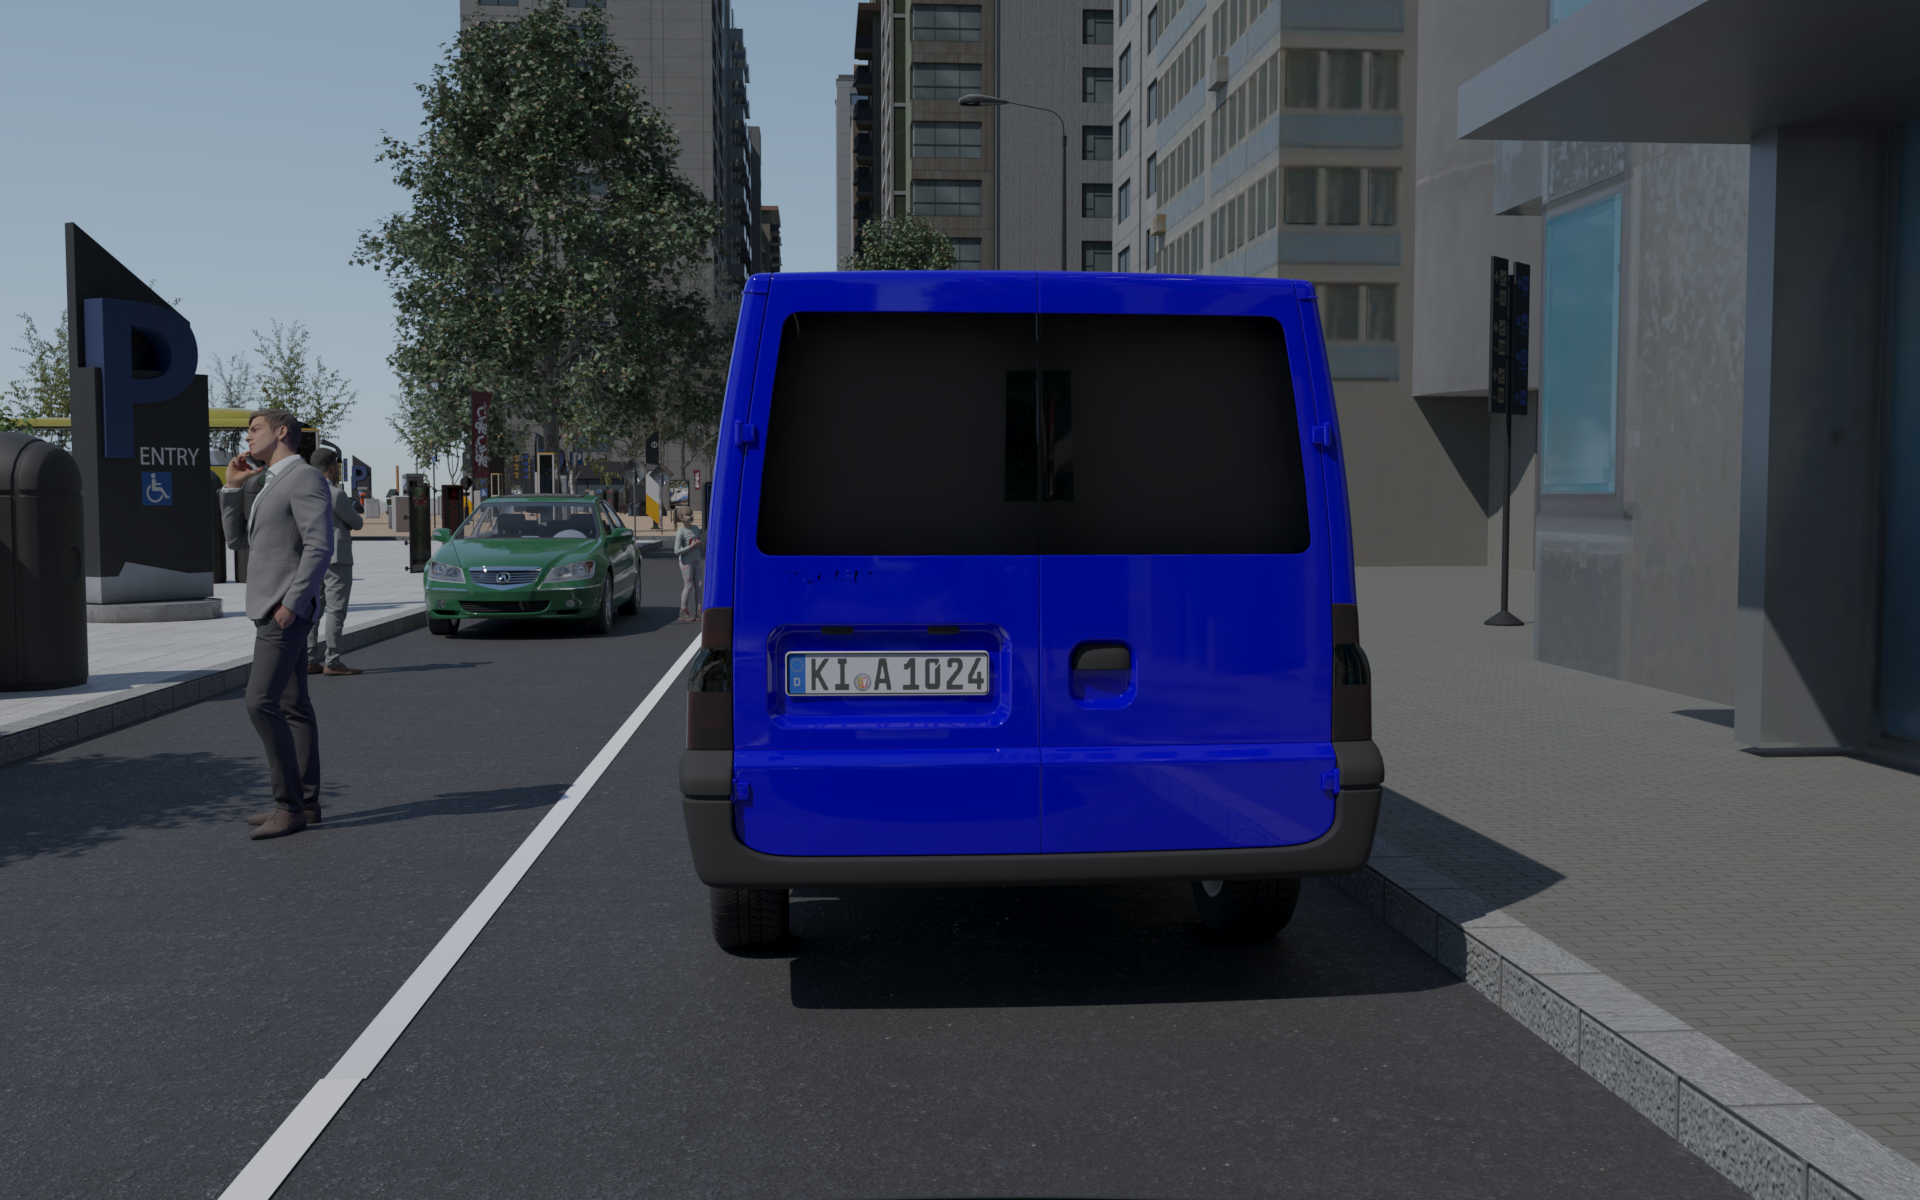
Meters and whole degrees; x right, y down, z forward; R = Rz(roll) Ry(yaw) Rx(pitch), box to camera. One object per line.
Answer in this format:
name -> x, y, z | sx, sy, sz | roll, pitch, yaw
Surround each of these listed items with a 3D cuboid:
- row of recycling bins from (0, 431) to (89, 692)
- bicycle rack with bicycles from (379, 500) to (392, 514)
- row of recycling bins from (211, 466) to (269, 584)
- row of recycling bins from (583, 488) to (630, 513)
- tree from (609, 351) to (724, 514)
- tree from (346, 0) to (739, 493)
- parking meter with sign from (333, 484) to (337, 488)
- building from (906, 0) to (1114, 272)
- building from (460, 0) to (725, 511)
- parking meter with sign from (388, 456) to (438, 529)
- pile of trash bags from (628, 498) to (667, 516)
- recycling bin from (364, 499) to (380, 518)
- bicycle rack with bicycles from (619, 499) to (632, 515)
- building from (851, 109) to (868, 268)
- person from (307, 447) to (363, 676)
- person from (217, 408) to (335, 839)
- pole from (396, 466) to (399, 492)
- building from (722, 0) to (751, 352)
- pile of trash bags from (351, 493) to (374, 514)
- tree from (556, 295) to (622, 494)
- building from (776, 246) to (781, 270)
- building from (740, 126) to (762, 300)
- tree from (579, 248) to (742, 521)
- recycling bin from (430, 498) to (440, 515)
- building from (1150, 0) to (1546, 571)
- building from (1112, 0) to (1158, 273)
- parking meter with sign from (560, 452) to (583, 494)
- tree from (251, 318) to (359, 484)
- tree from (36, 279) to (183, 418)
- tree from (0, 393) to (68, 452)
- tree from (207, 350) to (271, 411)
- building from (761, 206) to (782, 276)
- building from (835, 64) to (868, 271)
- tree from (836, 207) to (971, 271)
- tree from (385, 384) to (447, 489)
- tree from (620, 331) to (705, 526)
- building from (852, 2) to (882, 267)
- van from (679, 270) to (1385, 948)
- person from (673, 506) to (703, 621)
row of recycling bins -> -7.005, -0.199, 10.366 | 1.069, 1.692, 3.534 | 2, 4, 33
bicycle rack with bicycles -> -33.422, -5.398, 101.633 | 2.852, 0.926, 2.925 | -1, 4, -22
row of recycling bins -> -11.419, -1.076, 24.705 | 3.534, 1.692, 1.069 | -1, 4, -21
row of recycling bins -> -24.265, -6.841, 118.958 | 3.534, 1.692, 1.069 | 1, 4, 17
tree -> -14.171, -10.123, 99.917 | 8.767, 10.594, 7.601 | 2, 4, 26
tree -> -9.348, -7.491, 39.488 | 9.611, 12.733, 9.660 | 0, 3, 0
parking meter with sign -> -35.426, -6.199, 97.606 | 0.543, 3.016, 1.738 | 1, 4, 11
building -> 4.303, -19.065, 83.418 | 14.160, 30.474, 14.107 | 0, 4, -5
building -> -27.126, -42.756, 137.312 | 20.563, 71.187, 20.611 | 0, 4, -5
parking meter with sign -> -20.284, -4.154, 64.173 | 1.738, 3.016, 0.543 | -3, 4, -39
pile of trash bags -> -17.471, -5.545, 100.412 | 3.447, 1.369, 1.912 | -1, 4, -19
recycling bin -> -31.144, -4.842, 91.717 | 0.722, 1.027, 0.722 | -1, 4, -22
bicycle rack with bicycles -> -24.036, -6.793, 124.448 | 2.925, 0.926, 2.852 | -1, 4, -12
building -> -5.405, -33.520, 198.158 | 14.600, 45.320, 14.200 | 0, 4, -5
person -> -4.979, -0.313, 13.796 | 0.511, 1.800, 0.466 | 1, 4, 19
person -> -2.921, 0.077, 7.415 | 0.473, 1.802, 0.592 | -1, 4, -19
pole -> -40.130, -7.937, 123.607 | 0.158, 3.312, 0.155 | 0, 3, 0
building -> -31.171, -33.258, 163.378 | 23.786, 49.044, 30.456 | 0, 4, -5
pile of trash bags -> -39.168, -6.356, 113.669 | 1.912, 1.369, 3.447 | -1, 4, -20
tree -> -12.996, -6.584, 58.014 | 4.737, 8.622, 4.395 | 0, 3, 0
building -> -35.720, -36.258, 276.408 | 14.154, 41.232, 14.086 | 0, 4, -5
building -> -28.565, -30.761, 186.530 | 14.154, 41.232, 14.086 | 0, 4, -5
tree -> -13.314, -10.601, 83.692 | 12.009, 13.543, 11.850 | 0, 3, 0
recycling bin -> -31.896, -5.666, 105.188 | 0.722, 1.027, 0.722 | 0, 4, 6
building -> 17.373, -21.030, 35.728 | 32.217, 40.220, 23.993 | 0, 4, -5
building -> 3.283, -41.202, 111.904 | 20.563, 71.187, 20.611 | 0, 4, -5
parking meter with sign -> -16.282, -4.619, 71.775 | 0.543, 3.016, 1.738 | -3, 5, -40
tree -> -27.702, -7.475, 72.575 | 4.737, 8.622, 4.395 | 0, 3, 0
tree -> -28.427, -6.656, 59.181 | 4.737, 8.622, 4.395 | 0, 3, 0
tree -> -18.367, -2.365, 33.271 | 1.663, 3.219, 1.824 | 0, 3, 0
tree -> -37.197, -8.415, 87.941 | 4.360, 8.622, 3.978 | 0, 3, 0
building -> -37.329, -36.700, 254.662 | 22.147, 44.769, 28.867 | 0, 4, -5
building -> -6.962, -43.018, 245.338 | 21.231, 58.520, 28.212 | 0, 4, -5
tree -> -2.166, -9.326, 69.490 | 9.611, 12.733, 9.660 | 0, 3, 0
tree -> -33.947, -9.718, 109.254 | 4.737, 8.622, 4.395 | 0, 3, 0
tree -> -12.160, -7.251, 68.921 | 4.360, 8.622, 3.978 | 0, 3, 0
building -> 1.582, -30.661, 155.926 | 22.147, 44.769, 28.867 | 0, 4, -5
van -> -0.027, -0.172, 7.193 | 2.240, 2.365, 5.245 | 0, 4, -5
person -> -3.023, -0.416, 19.588 | 0.394, 1.301, 0.425 | 1, 4, 20
